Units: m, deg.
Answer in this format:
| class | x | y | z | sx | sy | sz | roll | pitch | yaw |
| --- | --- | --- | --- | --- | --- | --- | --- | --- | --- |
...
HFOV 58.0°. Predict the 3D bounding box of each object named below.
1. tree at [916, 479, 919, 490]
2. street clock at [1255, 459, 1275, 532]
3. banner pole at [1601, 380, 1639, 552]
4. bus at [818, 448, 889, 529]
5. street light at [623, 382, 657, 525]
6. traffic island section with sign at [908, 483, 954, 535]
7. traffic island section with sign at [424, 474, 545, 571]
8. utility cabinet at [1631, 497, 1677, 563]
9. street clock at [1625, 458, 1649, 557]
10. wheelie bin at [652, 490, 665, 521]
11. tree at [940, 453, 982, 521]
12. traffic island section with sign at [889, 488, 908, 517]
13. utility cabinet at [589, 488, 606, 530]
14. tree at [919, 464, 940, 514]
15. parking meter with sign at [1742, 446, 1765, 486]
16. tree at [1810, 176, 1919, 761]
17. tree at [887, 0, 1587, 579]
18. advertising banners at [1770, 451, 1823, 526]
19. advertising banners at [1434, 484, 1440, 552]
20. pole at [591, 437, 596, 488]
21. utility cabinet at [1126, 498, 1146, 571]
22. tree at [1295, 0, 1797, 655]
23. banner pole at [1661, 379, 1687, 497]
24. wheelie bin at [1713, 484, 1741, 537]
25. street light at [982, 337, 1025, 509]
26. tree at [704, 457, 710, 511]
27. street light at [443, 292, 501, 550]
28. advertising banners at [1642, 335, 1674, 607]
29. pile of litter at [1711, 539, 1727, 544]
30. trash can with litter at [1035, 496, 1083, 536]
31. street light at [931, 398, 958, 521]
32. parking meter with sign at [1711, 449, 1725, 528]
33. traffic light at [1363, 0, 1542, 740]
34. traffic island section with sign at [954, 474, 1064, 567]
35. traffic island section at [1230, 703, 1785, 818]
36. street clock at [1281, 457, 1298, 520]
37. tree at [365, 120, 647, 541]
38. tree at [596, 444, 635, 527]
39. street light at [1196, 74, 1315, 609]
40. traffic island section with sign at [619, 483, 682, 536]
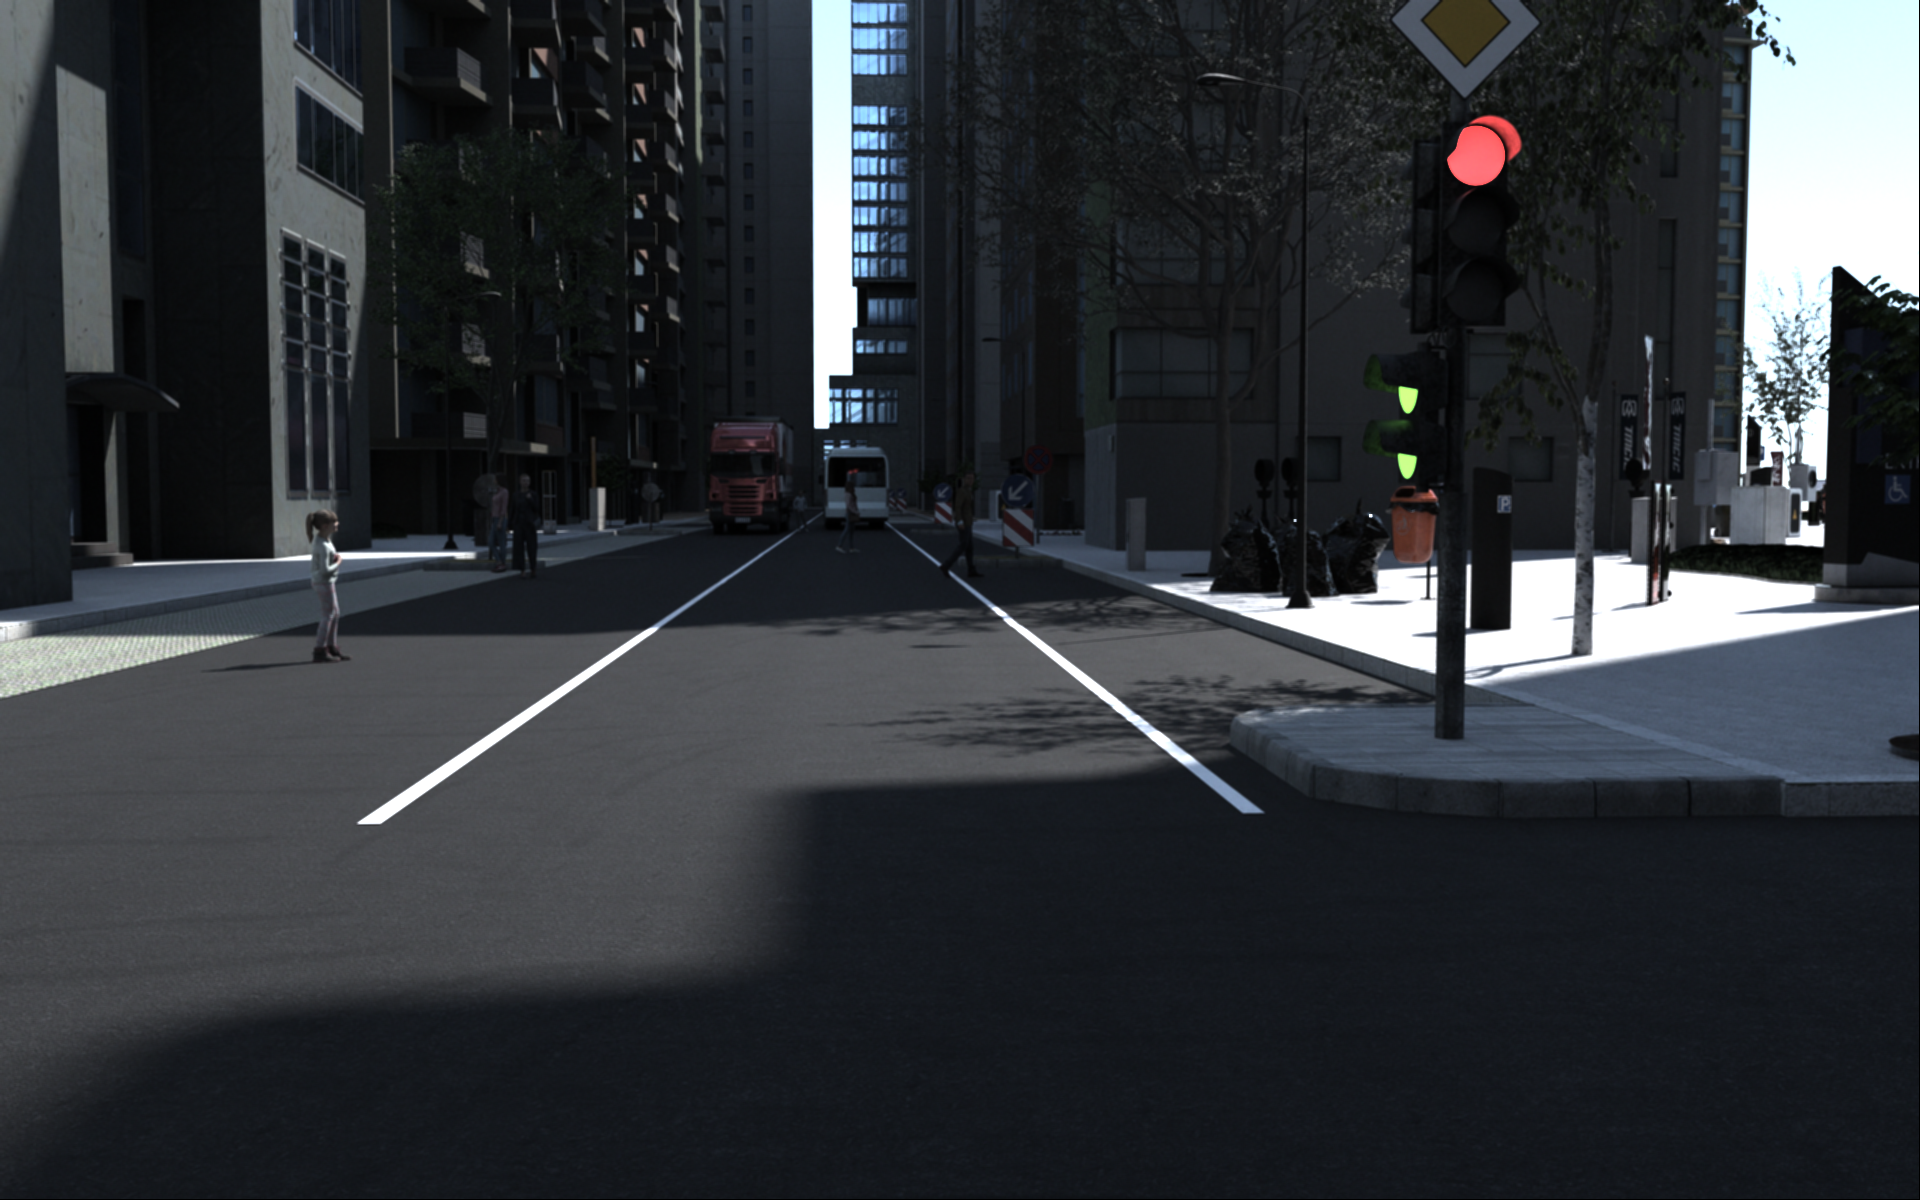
| class | x | y | z | sx | sy | sz | roll | pitch | yaw |
| --- | --- | --- | --- | --- | --- | --- | --- | --- | --- |
| tree | -2.350 | -7.664 | 119.914 | 1.663 | 3.219 | 1.824 | 0 | 3 | 0 |
| street clock | 6.309 | -1.917 | 35.917 | 0.358 | 2.002 | 0.471 | -1 | 4 | -17 |
| banner pole | 14.601 | -2.947 | 38.199 | 0.863 | 3.779 | 0.401 | -1 | 4 | -17 |
| bus | -4.641 | -4.903 | 75.031 | 2.948 | 3.499 | 13.247 | 0 | 4 | -5 |
| street light | -13.295 | -6.085 | 72.027 | 1.470 | 5.913 | 1.316 | 0 | 4 | -4 |
| traffic island section with sign | -0.749 | -3.247 | 61.720 | 1.989 | 1.847 | 2.006 | 0 | 4 | -4 |
| traffic island section with sign | -9.007 | -1.493 | 33.039 | 1.989 | 1.847 | 2.006 | 0 | 4 | -4 |
| utility cabinet | 12.900 | -1.289 | 32.237 | 0.306 | 1.237 | 1.020 | -1 | 4 | -11 |
| street clock | 13.773 | -1.877 | 35.254 | 0.358 | 2.002 | 0.471 | -1 | 4 | -22 |
| wheelie bin | -14.583 | -4.606 | 83.222 | 0.693 | 1.594 | 0.980 | 0 | 4 | 7 |
| tree | 0.181 | -5.355 | 82.149 | 1.663 | 3.219 | 1.824 | 0 | 3 | 0 |
| traffic island section with sign | -3.870 | -6.244 | 110.711 | 1.989 | 1.847 | 2.006 | 0 | 4 | -4 |
| utility cabinet | -12.690 | -3.176 | 60.602 | 0.318 | 1.500 | 1.173 | 0 | 4 | 2 |
| tree | -1.525 | -7.188 | 112.125 | 1.663 | 3.219 | 1.824 | 0 | 3 | 0 |
| parking meter with sign | 28.869 | -4.098 | 63.261 | 0.543 | 3.016 | 1.738 | 1 | 4 | 12 |
| tree | 4.998 | -0.845 | 8.412 | 1.663 | 3.219 | 1.824 | 0 | 3 | 0 |
| tree | 4.158 | -7.098 | 26.427 | 12.009 | 13.543 | 11.850 | 0 | 3 | 0 |
| advertising banners | 33.913 | -4.530 | 70.261 | 2.074 | 3.025 | 0.090 | 1 | 4 | 10 |
| advertising banners | 10.474 | -2.530 | 37.548 | 0.090 | 3.025 | 2.074 | 0 | 4 | -2 |
| pole | -13.045 | -4.152 | 61.728 | 0.158 | 3.312 | 0.155 | 0 | 3 | 0 |
| utility cabinet | 2.962 | -1.108 | 29.275 | 0.306 | 1.237 | 1.020 | 0 | 4 | 3 |
| tree | 4.763 | -3.874 | 13.698 | 4.360 | 8.622 | 3.978 | 0 | 3 | 0 |
| banner pole | 15.418 | -2.906 | 37.536 | 0.401 | 3.779 | 0.863 | -1 | 4 | -17 |
| wheelie bin | 23.028 | -2.685 | 51.815 | 0.980 | 1.594 | 0.693 | 0 | 4 | 5 |
| street light | 1.345 | -4.830 | 51.508 | 1.470 | 5.913 | 1.316 | 0 | 4 | -4 |
| tree | -18.778 | -9.085 | 132.248 | 4.285 | 4.588 | 4.351 | 0 | 3 | 0 |
| street light | -11.265 | -4.126 | 39.994 | 1.470 | 5.913 | 1.316 | 0 | 4 | -4 |
| advertising banners | 8.047 | -1.456 | 20.000 | 0.090 | 3.025 | 2.074 | 2 | 4 | 31 |
| pile of litter | 18.640 | -1.810 | 43.567 | 1.176 | 0.858 | 1.719 | 1 | 4 | 14 |
| trash can with litter | 2.913 | -2.628 | 54.021 | 2.233 | 1.210 | 1.678 | 0 | 4 | 5 |
| street light | -0.705 | -6.806 | 83.823 | 1.470 | 5.913 | 1.316 | 0 | 4 | -4 |
| parking meter with sign | 28.751 | -4.261 | 65.931 | 0.543 | 3.016 | 1.738 | 2 | 4 | 27 |
| traffic light | 2.556 | -1.228 | 9.000 | 0.839 | 4.253 | 0.868 | 0 | 4 | -4 |
| traffic island section with sign | 0.981 | -1.599 | 34.766 | 1.989 | 1.847 | 2.006 | 0 | 4 | -4 |
| traffic island section | 2.597 | 0.805 | 9.117 | 2.009 | 0.180 | 2.903 | 0 | 4 | -4 |
| street clock | 6.562 | -1.818 | 34.289 | 0.358 | 2.002 | 0.471 | -1 | 4 | -18 |
| tree | -12.741 | -7.449 | 47.544 | 9.928 | 11.665 | 9.643 | 0 | 3 | 0 |
| tree | -13.404 | -4.423 | 66.918 | 1.663 | 3.219 | 1.824 | 0 | 3 | 0 |
| street light | 3.305 | -2.864 | 19.365 | 1.470 | 5.913 | 1.316 | 0 | 4 | -4 |
| traffic island section with sign | -10.749 | -3.160 | 60.299 | 1.989 | 1.847 | 2.006 | 0 | 4 | -4 |
